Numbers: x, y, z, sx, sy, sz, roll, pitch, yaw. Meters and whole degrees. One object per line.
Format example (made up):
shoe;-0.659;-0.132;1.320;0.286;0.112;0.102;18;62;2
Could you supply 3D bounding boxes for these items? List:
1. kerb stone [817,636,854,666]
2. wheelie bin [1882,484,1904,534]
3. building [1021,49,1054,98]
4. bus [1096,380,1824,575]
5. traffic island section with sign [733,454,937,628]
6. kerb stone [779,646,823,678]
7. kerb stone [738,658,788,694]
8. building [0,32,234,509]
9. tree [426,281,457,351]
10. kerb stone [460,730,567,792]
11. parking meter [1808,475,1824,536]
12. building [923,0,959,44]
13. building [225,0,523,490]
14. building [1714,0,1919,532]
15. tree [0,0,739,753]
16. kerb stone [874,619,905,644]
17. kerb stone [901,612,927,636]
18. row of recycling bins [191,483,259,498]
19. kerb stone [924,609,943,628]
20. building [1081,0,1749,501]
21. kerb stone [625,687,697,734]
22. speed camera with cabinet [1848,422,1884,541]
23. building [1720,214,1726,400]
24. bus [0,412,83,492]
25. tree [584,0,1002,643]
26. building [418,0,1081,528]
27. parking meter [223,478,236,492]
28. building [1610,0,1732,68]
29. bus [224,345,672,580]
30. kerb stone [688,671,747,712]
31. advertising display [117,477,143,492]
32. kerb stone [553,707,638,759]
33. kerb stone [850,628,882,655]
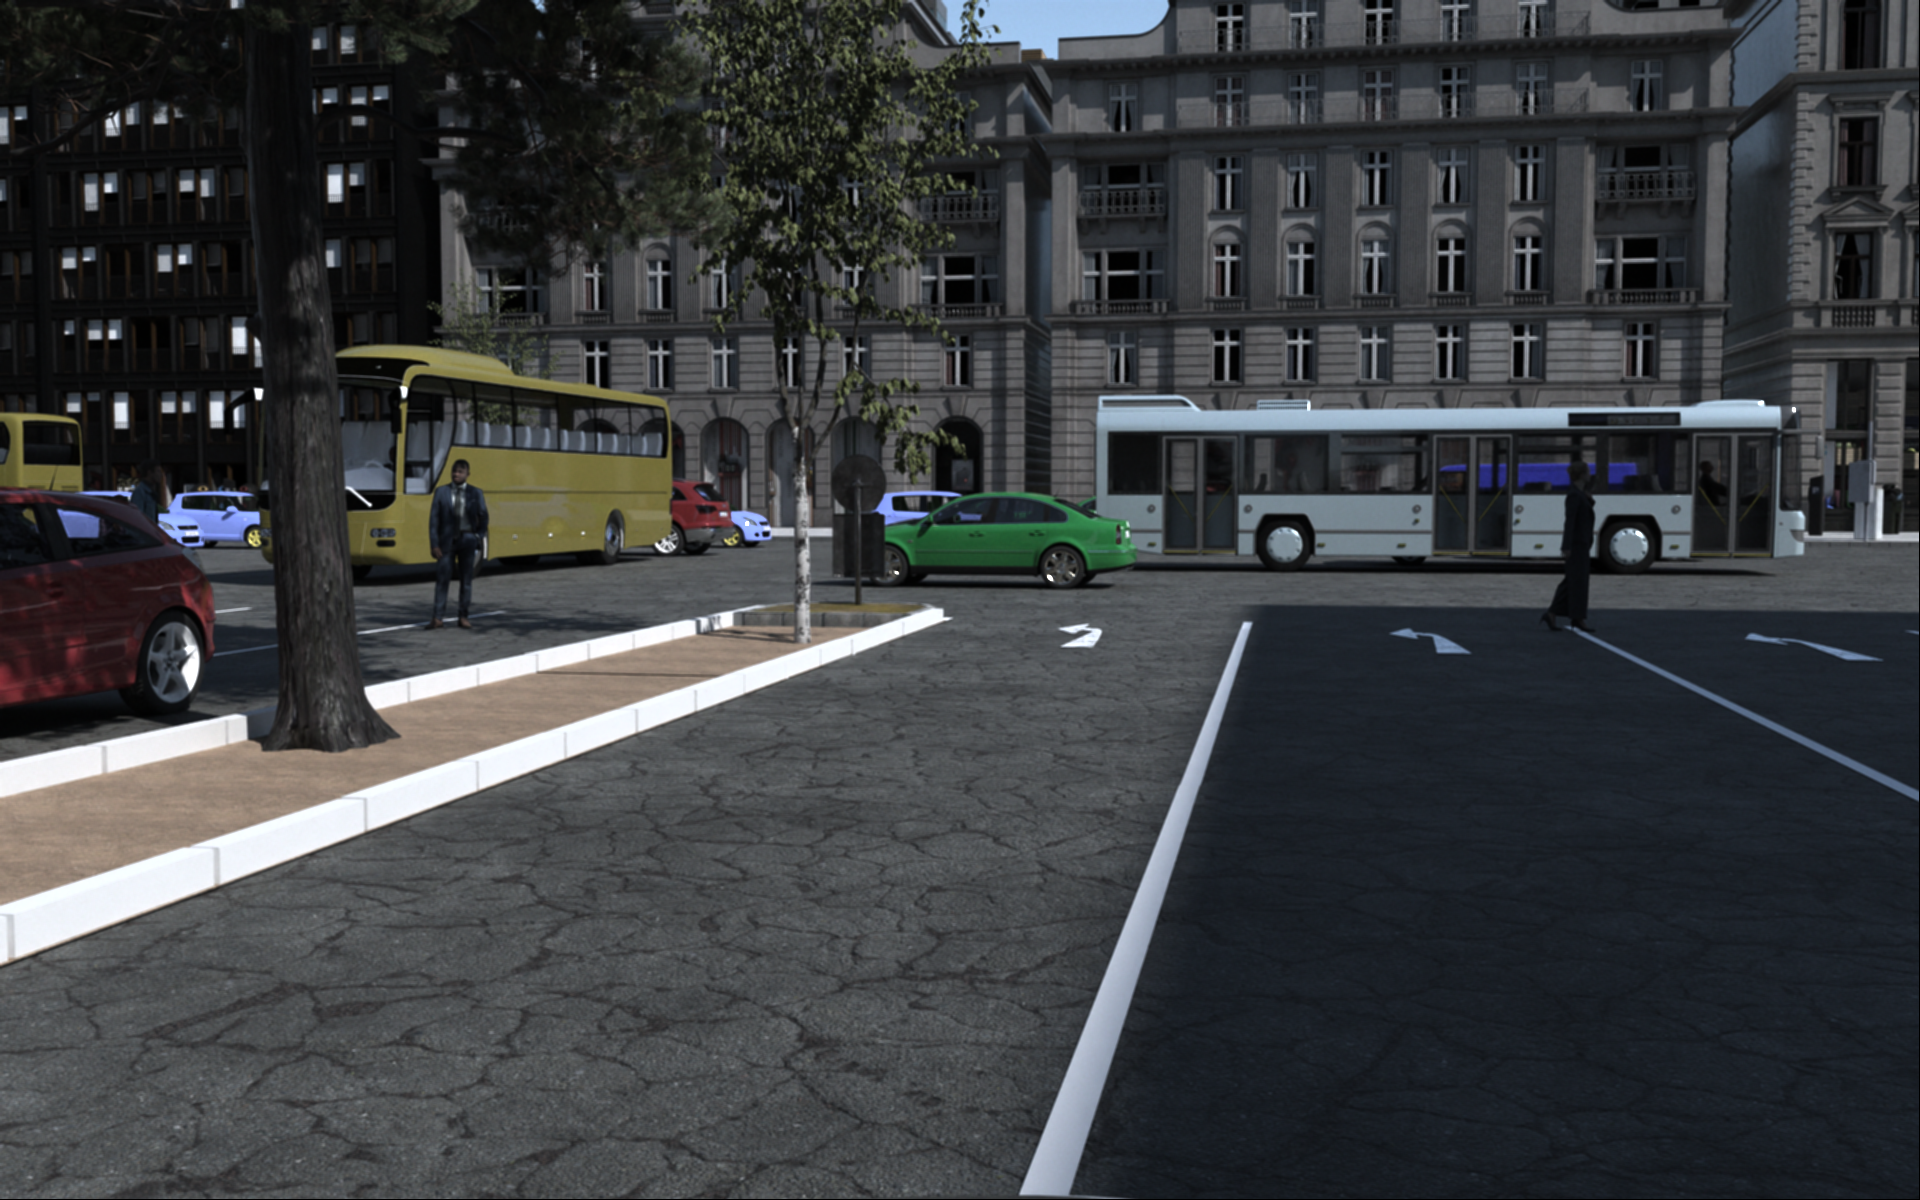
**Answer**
kerb stone;-1.119;0.449;14.894;0.120;0.150;1.000;1;4;11
wheelie bin;29.720;-2.904;55.388;0.980;1.594;0.693;-2;4;-33
building;0.320;-42.394;235.134;28.212;58.520;21.231;1;4;11
bus;9.243;-2.282;32.172;13.247;3.499;2.948;1;4;10
traffic island section with sign;-1.294;-0.691;19.442;2.006;1.907;1.989;1;4;11
kerb stone;-1.313;0.511;13.881;0.120;0.150;1.000;1;4;11
kerb stone;-1.501;0.570;12.870;0.120;0.150;1.000;1;4;11
building;-43.942;-15.184;77.944;15.834;23.373;12.332;1;4;11
tree;-15.446;-6.522;56.997;4.737;8.622;4.395;0;3;0
kerb stone;-2.280;0.817;8.832;0.120;0.150;1.000;1;4;11
parking meter;26.435;-2.923;53.506;0.399;1.863;0.255;3;5;39
building;-15.792;-33.089;160.612;30.456;49.044;23.786;1;4;11
building;-28.094;-14.966;74.380;15.834;23.373;12.332;1;4;11
building;38.003;-14.198;61.017;19.941;23.489;11.050;1;4;11
tree;-3.790;-6.106;9.709;7.806;13.903;7.818;0;3;0
kerb stone;-0.729;0.326;16.913;0.120;0.150;1.000;1;4;11
kerb stone;-0.530;0.261;17.922;0.120;0.150;1.000;1;4;11
row of recycling bins;-27.971;-3.664;67.016;3.534;1.692;1.069;0;4;1
kerb stone;-0.340;0.202;18.933;0.120;0.150;1.000;1;4;11
building;15.772;-13.757;66.734;24.055;21.916;13.314;1;4;11
kerb stone;-1.889;0.694;10.848;0.120;0.150;1.000;1;4;11
speed camera with cabinet;25.117;-3.283;48.017;0.660;3.252;2.038;3;4;37
building;56.630;-21.507;123.334;14.160;30.474;14.107;1;4;11
bus;-30.167;-3.398;47.098;12.252;3.916;2.896;1;4;9
tree;-1.514;-3.869;16.082;4.737;8.622;4.395;0;3;0
building;-7.914;-14.045;71.438;24.055;21.916;13.314;1;4;11
parking meter;-27.133;-3.589;64.387;0.399;1.863;0.255;0;4;8
building;67.337;-33.814;142.091;28.713;52.752;27.495;1;4;11
bus;-8.678;-2.485;32.179;2.896;3.916;12.252;1;4;11
kerb stone;-1.690;0.632;11.856;0.120;0.150;1.000;1;4;11
advertising display;-32.093;-3.783;67.064;0.974;1.923;0.123;-1;4;-15
kerb stone;-2.087;0.758;9.841;0.120;0.150;1.000;1;4;11
kerb stone;-0.917;0.390;15.901;0.120;0.150;1.000;1;4;11
